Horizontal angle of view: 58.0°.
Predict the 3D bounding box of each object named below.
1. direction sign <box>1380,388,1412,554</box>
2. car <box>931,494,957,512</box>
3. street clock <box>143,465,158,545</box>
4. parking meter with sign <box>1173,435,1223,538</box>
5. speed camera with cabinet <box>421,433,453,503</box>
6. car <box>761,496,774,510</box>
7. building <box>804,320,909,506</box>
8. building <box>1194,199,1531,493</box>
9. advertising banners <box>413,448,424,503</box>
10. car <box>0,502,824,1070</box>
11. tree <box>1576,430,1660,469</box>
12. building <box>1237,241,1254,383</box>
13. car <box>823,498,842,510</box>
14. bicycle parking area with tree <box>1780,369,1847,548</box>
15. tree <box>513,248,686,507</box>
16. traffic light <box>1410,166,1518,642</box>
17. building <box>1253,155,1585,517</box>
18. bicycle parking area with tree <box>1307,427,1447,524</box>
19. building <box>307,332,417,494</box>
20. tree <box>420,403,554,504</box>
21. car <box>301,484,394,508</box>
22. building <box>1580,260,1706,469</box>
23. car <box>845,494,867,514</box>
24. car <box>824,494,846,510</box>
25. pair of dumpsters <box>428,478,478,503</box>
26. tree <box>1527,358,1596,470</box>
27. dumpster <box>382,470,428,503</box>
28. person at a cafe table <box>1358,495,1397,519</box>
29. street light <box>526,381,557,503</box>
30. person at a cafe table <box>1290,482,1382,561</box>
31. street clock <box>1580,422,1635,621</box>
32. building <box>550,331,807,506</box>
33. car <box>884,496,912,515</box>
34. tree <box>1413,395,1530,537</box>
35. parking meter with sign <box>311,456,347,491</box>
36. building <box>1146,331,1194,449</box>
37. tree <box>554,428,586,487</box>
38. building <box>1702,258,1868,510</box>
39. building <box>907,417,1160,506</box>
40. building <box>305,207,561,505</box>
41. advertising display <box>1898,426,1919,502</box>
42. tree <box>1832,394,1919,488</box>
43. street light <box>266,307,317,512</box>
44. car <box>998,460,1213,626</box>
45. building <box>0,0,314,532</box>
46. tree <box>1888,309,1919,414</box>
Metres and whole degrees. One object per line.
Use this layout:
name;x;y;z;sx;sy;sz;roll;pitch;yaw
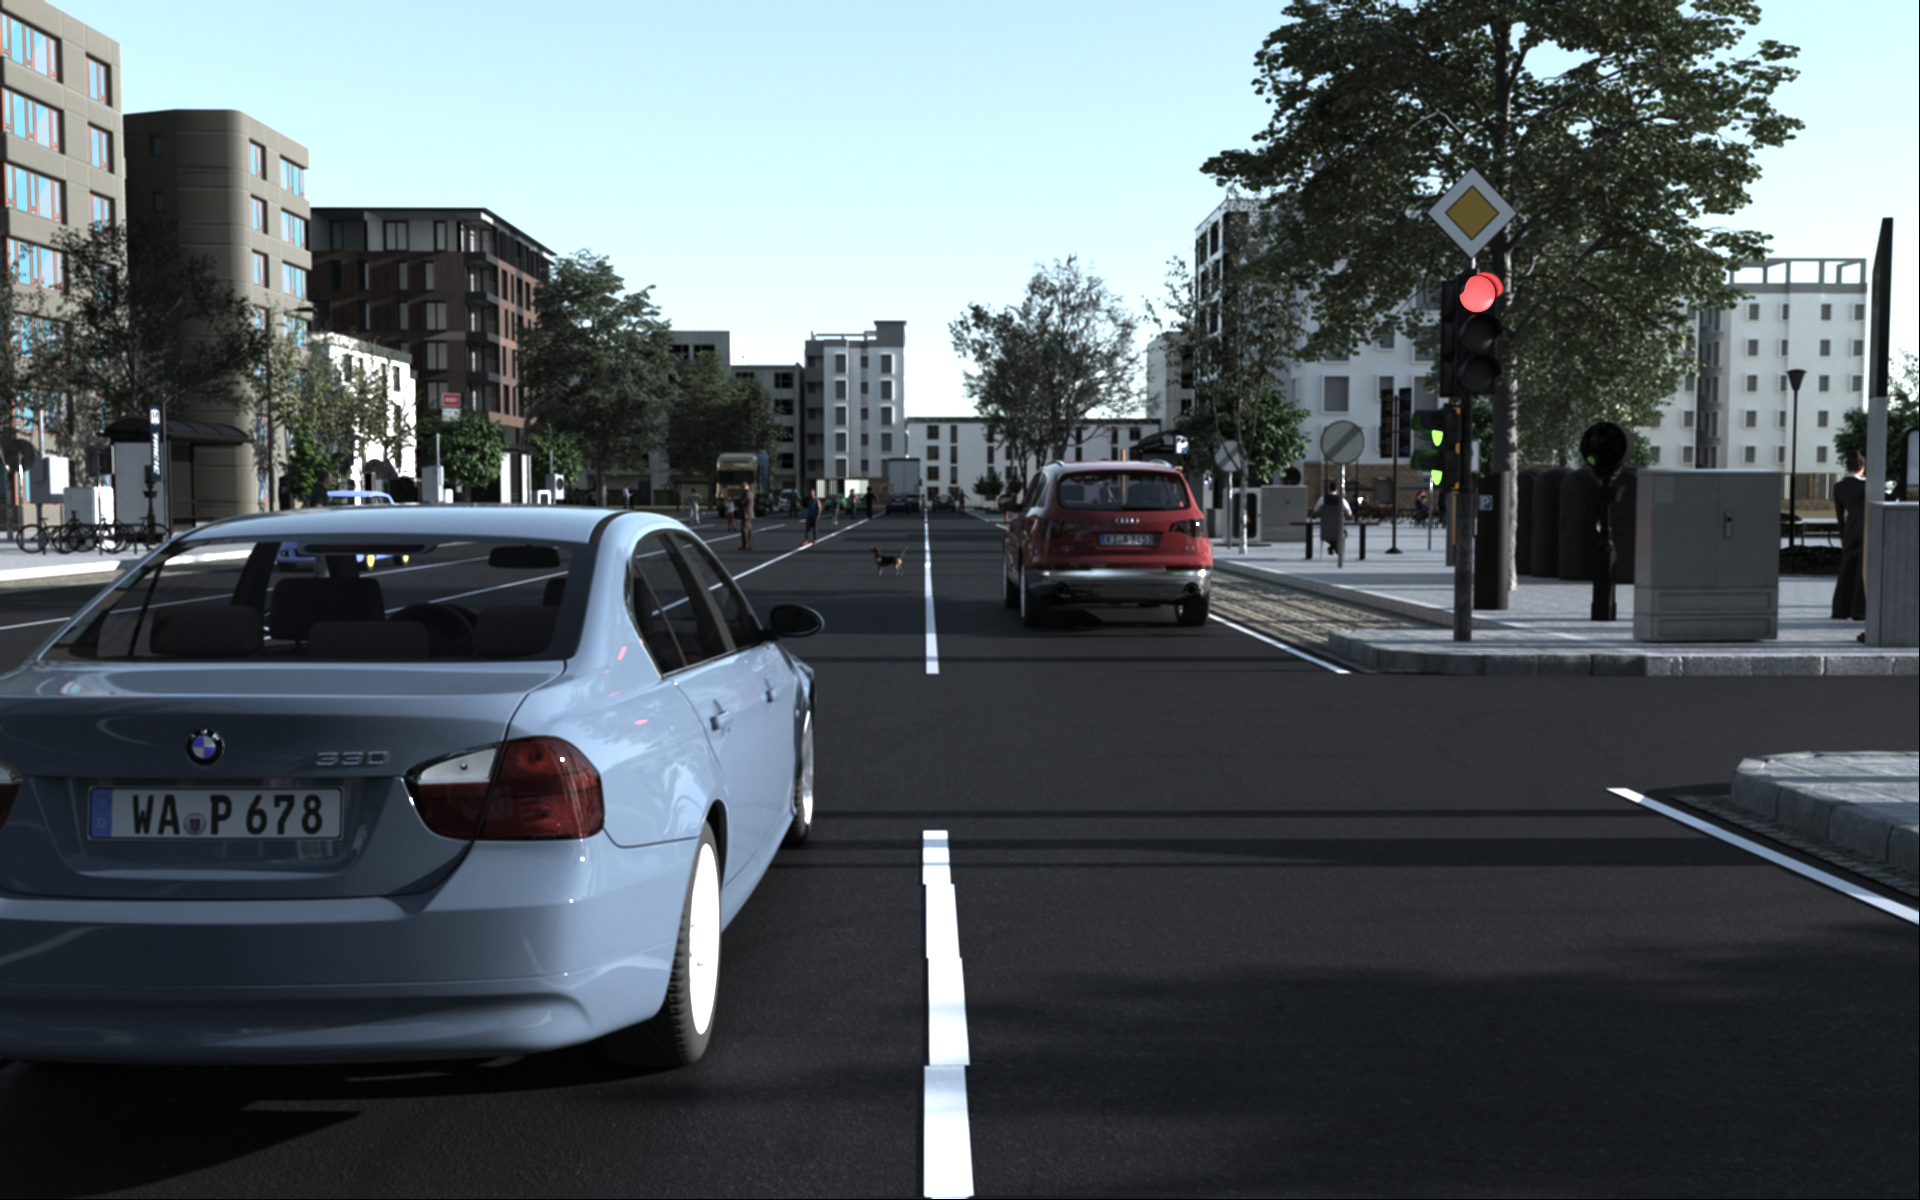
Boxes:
direction sign;9.367;-2.769;37.272;0.379;3.537;0.876;-2;4;-31
car;-1.279;-7.689;137.519;2.131;1.459;4.920;0;4;0
street clock;-20.379;-2.388;43.617;0.358;2.002;0.471;-2;4;-29
parking meter with sign;7.028;-3.333;50.759;0.543;3.016;1.738;-2;4;-34
speed camera with cabinet;-17.240;-3.838;57.090;0.660;3.252;2.038;0;4;-4
car;-17.294;-8.531;152.058;1.945;1.354;3.894;0;4;-2
building;-11.565;-20.718;195.160;11.380;20.091;16.016;0;4;-1
building;31.983;-17.903;136.695;27.936;21.610;32.646;0;4;-1
advertising banners;-21.058;-4.355;67.397;0.090;3.025;2.074;0;4;-8
car;-1.491;0.390;5.632;2.014;1.417;4.499;0;4;0
tree;28.489;-5.568;74.756;4.285;4.588;4.351;0;3;0
building;26.699;-15.778;114.397;16.016;20.091;11.380;0;4;-1
car;-11.602;-9.204;160.266;2.009;1.686;4.222;0;4;0
bicycle parking area with tree;20.058;-3.095;37.608;9.016;4.147;8.231;0;4;-8
tree;-18.553;-11.183;89.503;9.857;13.997;8.962;0;3;0
traffic light;4.371;-1.596;15.020;0.839;4.253;0.868;0;4;-1
building;26.607;-15.058;102.623;16.016;20.091;11.380;0;4;-1
bicycle parking area with tree;17.072;-5.493;76.814;9.016;4.147;8.231;1;4;11
building;-37.383;-9.892;103.886;9.099;9.664;28.070;0;4;-1
tree;-17.880;-4.844;62.919;4.285;4.588;4.351;0;3;0
car;-11.884;-1.457;33.407;1.945;1.707;3.694;0;4;-3
building;52.956;-17.672;145.360;11.380;20.091;16.016;0;4;-1
car;-7.413;-7.217;126.791;1.959;1.807;4.718;0;4;0
car;-11.139;-8.914;154.545;1.959;1.807;4.718;0;4;-1
pair of dumpsters;-22.166;-4.436;75.025;1.574;2.255;4.437;0;4;-1
tree;30.080;-8.362;87.076;4.360;8.622;3.978;0;3;0
dumpster;-22.118;-4.086;69.295;1.502;2.255;1.985;0;4;-1
person at a cafe table;21.430;-4.836;89.932;1.698;1.238;1.726;-3;4;-37
street light;-17.222;-6.034;71.195;1.470;5.913;1.316;0;4;-1
person at a cafe table;7.317;-1.547;33.805;1.698;1.524;1.622;1;4;16
street clock;6.526;-0.791;17.504;0.471;2.002;0.358;3;5;41
building;-33.401;-20.136;195.685;31.486;18.905;16.747;0;4;-1
car;-4.244;-6.523;119.233;1.945;1.354;3.894;0;4;-2
tree;15.530;-4.213;52.592;4.285;4.588;4.351;0;3;0
parking meter with sign;-21.887;-3.948;60.803;1.738;3.016;0.543;-2;4;-29
building;37.917;-20.199;196.710;31.486;18.905;16.747;0;4;-1
tree;-19.108;-5.939;80.822;4.285;4.588;4.351;0;3;0
building;66.260;-17.674;145.390;11.380;20.091;16.016;0;4;-1
building;8.211;-15.350;193.118;28.070;9.664;9.099;0;4;-1
building;-50.329;-17.952;137.487;32.646;21.610;27.936;0;4;-1
advertising display;9.478;-0.691;16.505;0.974;1.923;0.123;1;4;12
tree;29.860;-4.412;55.844;4.285;4.588;4.351;0;3;0
street light;-16.653;-4.318;43.139;1.470;5.913;1.316;0;4;-1
car;1.621;-0.712;20.314;2.281;1.827;5.304;0;4;-2
building;-46.095;-13.905;72.394;27.650;21.520;28.899;0;4;-1
tree;36.953;-7.007;64.927;4.737;8.622;4.395;0;3;0
